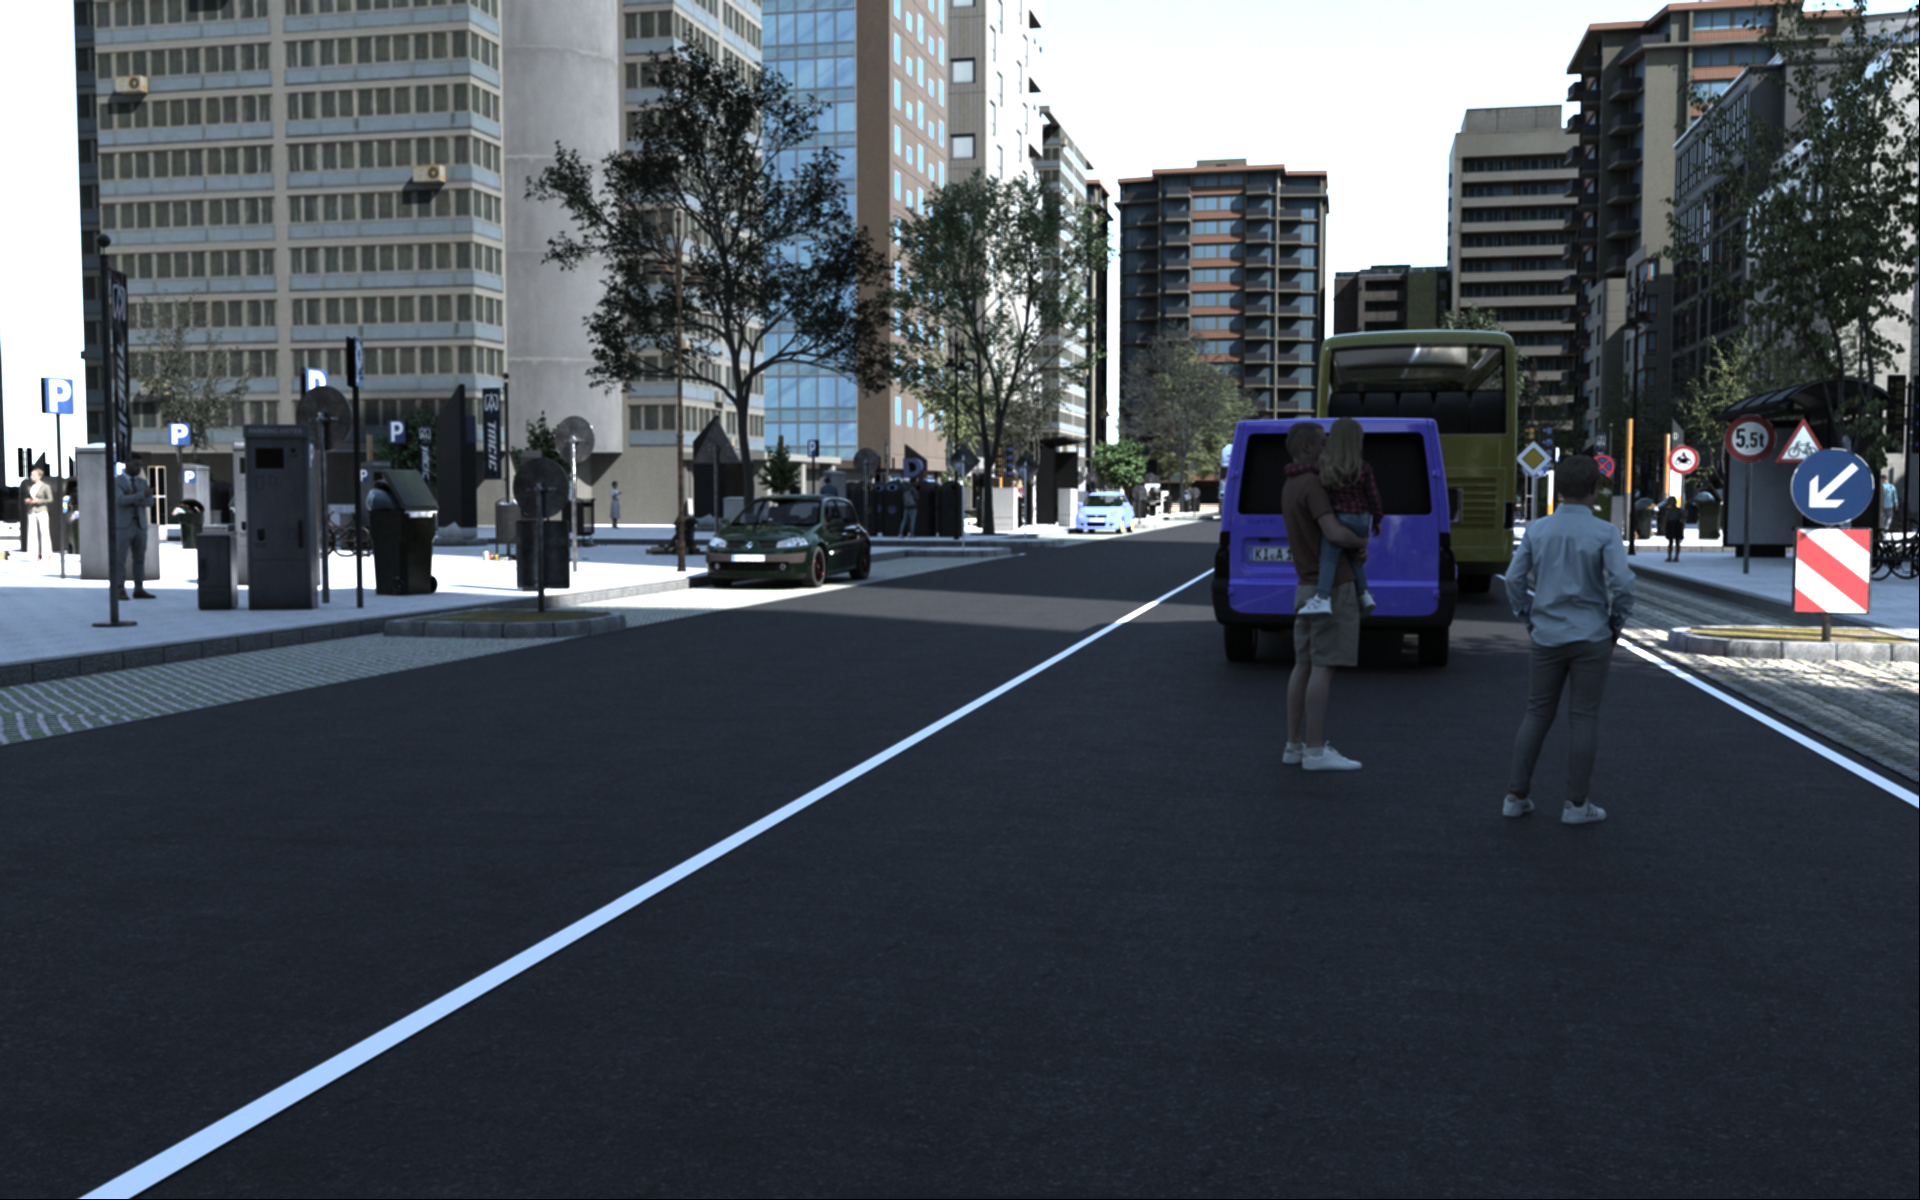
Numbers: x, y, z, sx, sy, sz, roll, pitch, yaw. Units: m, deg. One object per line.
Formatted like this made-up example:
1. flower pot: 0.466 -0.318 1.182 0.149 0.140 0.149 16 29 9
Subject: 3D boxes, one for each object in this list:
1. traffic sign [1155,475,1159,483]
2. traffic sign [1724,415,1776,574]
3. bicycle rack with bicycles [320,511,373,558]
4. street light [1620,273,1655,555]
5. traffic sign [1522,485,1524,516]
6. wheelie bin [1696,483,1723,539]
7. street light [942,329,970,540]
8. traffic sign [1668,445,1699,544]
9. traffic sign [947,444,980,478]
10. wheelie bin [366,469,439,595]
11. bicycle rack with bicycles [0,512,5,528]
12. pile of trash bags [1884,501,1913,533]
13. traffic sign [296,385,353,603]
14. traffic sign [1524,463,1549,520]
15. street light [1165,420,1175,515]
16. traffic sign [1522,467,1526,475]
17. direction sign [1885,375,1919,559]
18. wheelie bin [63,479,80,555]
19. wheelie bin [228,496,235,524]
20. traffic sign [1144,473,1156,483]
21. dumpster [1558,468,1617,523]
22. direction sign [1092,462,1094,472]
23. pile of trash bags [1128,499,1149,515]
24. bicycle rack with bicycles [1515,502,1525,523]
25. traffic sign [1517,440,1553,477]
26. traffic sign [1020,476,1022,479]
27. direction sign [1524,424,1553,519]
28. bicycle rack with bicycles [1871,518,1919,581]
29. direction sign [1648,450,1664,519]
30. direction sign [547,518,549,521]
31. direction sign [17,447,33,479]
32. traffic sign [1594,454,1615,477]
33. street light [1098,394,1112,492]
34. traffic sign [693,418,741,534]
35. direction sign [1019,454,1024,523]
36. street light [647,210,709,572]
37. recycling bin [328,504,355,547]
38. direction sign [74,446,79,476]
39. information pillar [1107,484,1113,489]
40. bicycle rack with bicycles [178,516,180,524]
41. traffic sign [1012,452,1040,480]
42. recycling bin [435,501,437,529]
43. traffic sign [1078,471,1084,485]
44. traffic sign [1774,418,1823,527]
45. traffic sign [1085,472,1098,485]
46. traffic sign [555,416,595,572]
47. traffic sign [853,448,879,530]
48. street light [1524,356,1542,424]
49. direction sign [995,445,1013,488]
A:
1. traffic sign: 12.732 -6.992 114.425 0.768 2.556 0.104 1 4 22
2. traffic sign: 12.687 -1.699 27.877 0.768 2.556 0.104 1 4 19
3. bicycle rack with bicycles: -12.755 -1.362 35.646 2.925 0.926 2.852 0 4 -5
4. street light: 14.179 -3.890 36.390 0.468 5.910 1.993 1 4 13
5. traffic sign: 31.442 -5.910 96.726 0.768 2.556 0.104 1 4 22
6. wheelie bin: 21.254 -2.522 49.135 0.693 1.594 0.980 2 4 27
7. street light: -0.101 -4.647 48.772 0.468 5.910 1.993 1 4 13
8. traffic sign: 18.700 -2.736 44.842 0.768 2.556 0.104 1 4 13
9. traffic sign: 0.066 -2.335 40.370 0.795 2.593 0.064 1 4 13
10. wheelie bin: -7.162 -0.872 22.162 0.693 1.594 0.980 2 4 26
11. bicycle rack with bicycles: -37.720 -3.151 64.905 2.925 0.926 2.852 2 4 31
12. pile of trash bags: 30.441 -2.919 57.470 1.912 1.369 3.447 3 4 37
13. traffic sign: -7.474 -1.237 20.337 0.768 2.556 0.104 1 4 16
14. traffic sign: 17.670 -3.246 53.174 0.768 2.556 0.104 1 4 13
15. street light: 13.031 -8.255 107.764 0.468 5.910 1.993 1 4 13
16. traffic sign: 18.878 -3.479 56.981 0.768 2.556 0.104 1 4 22
17. direction sign: 18.084 -2.512 33.068 0.876 3.537 0.379 0 4 -4
18. wheelie bin: -18.558 -1.767 36.804 0.980 1.594 0.693 -3 5 -41
19. wheelie bin: -11.329 -1.227 27.962 0.980 1.594 0.693 2 4 31
20. traffic sign: 11.249 -6.274 102.677 0.768 2.556 0.104 1 4 19
21. dumpster: 19.251 -3.099 53.162 1.502 2.255 1.985 1 4 13
22. direction sign: 8.394 -7.183 109.432 0.379 3.537 0.876 0 4 -1
23. pile of trash bags: 10.605 -6.047 108.626 1.912 1.369 3.447 -1 4 -18
24. bicycle rack with bicycles: 26.023 -3.949 77.951 2.852 0.926 2.925 -1 4 -16
25. traffic sign: 12.451 -2.165 37.593 0.795 2.593 0.064 1 4 13
26. traffic sign: 2.939 -4.609 75.465 0.768 2.556 0.104 1 4 22
27. direction sign: 18.778 -3.934 56.310 0.876 3.537 0.379 1 4 22
28. bicycle rack with bicycles: 14.291 -0.744 25.542 2.852 0.926 2.925 -2 4 -28
29. direction sign: 36.034 -5.967 89.556 0.876 3.537 0.379 1 4 23
30. direction sign: -14.796 -4.289 62.123 0.379 3.537 0.876 -1 4 -19
31. direction sign: -45.242 -5.620 83.883 0.379 3.537 0.876 1 4 17
32. traffic sign: 20.490 -3.376 55.310 0.768 2.556 0.104 1 4 17
33. street light: 6.536 -6.450 78.249 0.468 5.910 1.993 1 4 13
34. traffic sign: -4.195 -1.823 29.816 0.884 2.594 0.081 1 4 16
35. direction sign: 2.655 -5.203 77.069 0.379 3.537 0.876 0 4 2
36. street light: -4.606 -3.406 28.476 0.468 5.910 1.993 1 4 13
37. recycling bin: -15.145 -1.842 42.676 0.722 1.027 0.722 -2 4 -27
38. direction sign: -41.174 -5.478 81.558 0.876 3.537 0.379 -2 4 -35
39. information pillar: 9.646 -6.533 111.300 0.304 2.012 0.304 -1 4 -17
40. bicycle rack with bicycles: -30.220 -3.297 67.290 2.852 0.926 2.925 -2 4 -31
41. traffic sign: 1.807 -2.812 48.164 0.795 2.593 0.064 1 4 13
42. recycling bin: -19.440 -3.180 64.550 0.722 1.027 0.722 -1 4 -21
43. traffic sign: 6.551 -5.898 96.539 0.768 2.556 0.104 1 4 20
44. traffic sign: 14.451 -1.820 29.754 0.884 2.594 0.081 1 4 18
45. traffic sign: 7.441 -5.989 98.027 0.768 2.556 0.104 1 4 19
46. traffic sign: -6.308 -1.724 28.297 0.768 2.556 0.104 1 4 22
47. traffic sign: -2.613 -2.932 48.047 0.768 2.556 0.104 1 4 19
48. street light: 19.222 -5.226 58.231 0.468 5.910 1.993 1 4 13
49. direction sign: 2.020 -5.361 79.655 0.876 3.537 0.379 2 4 24
